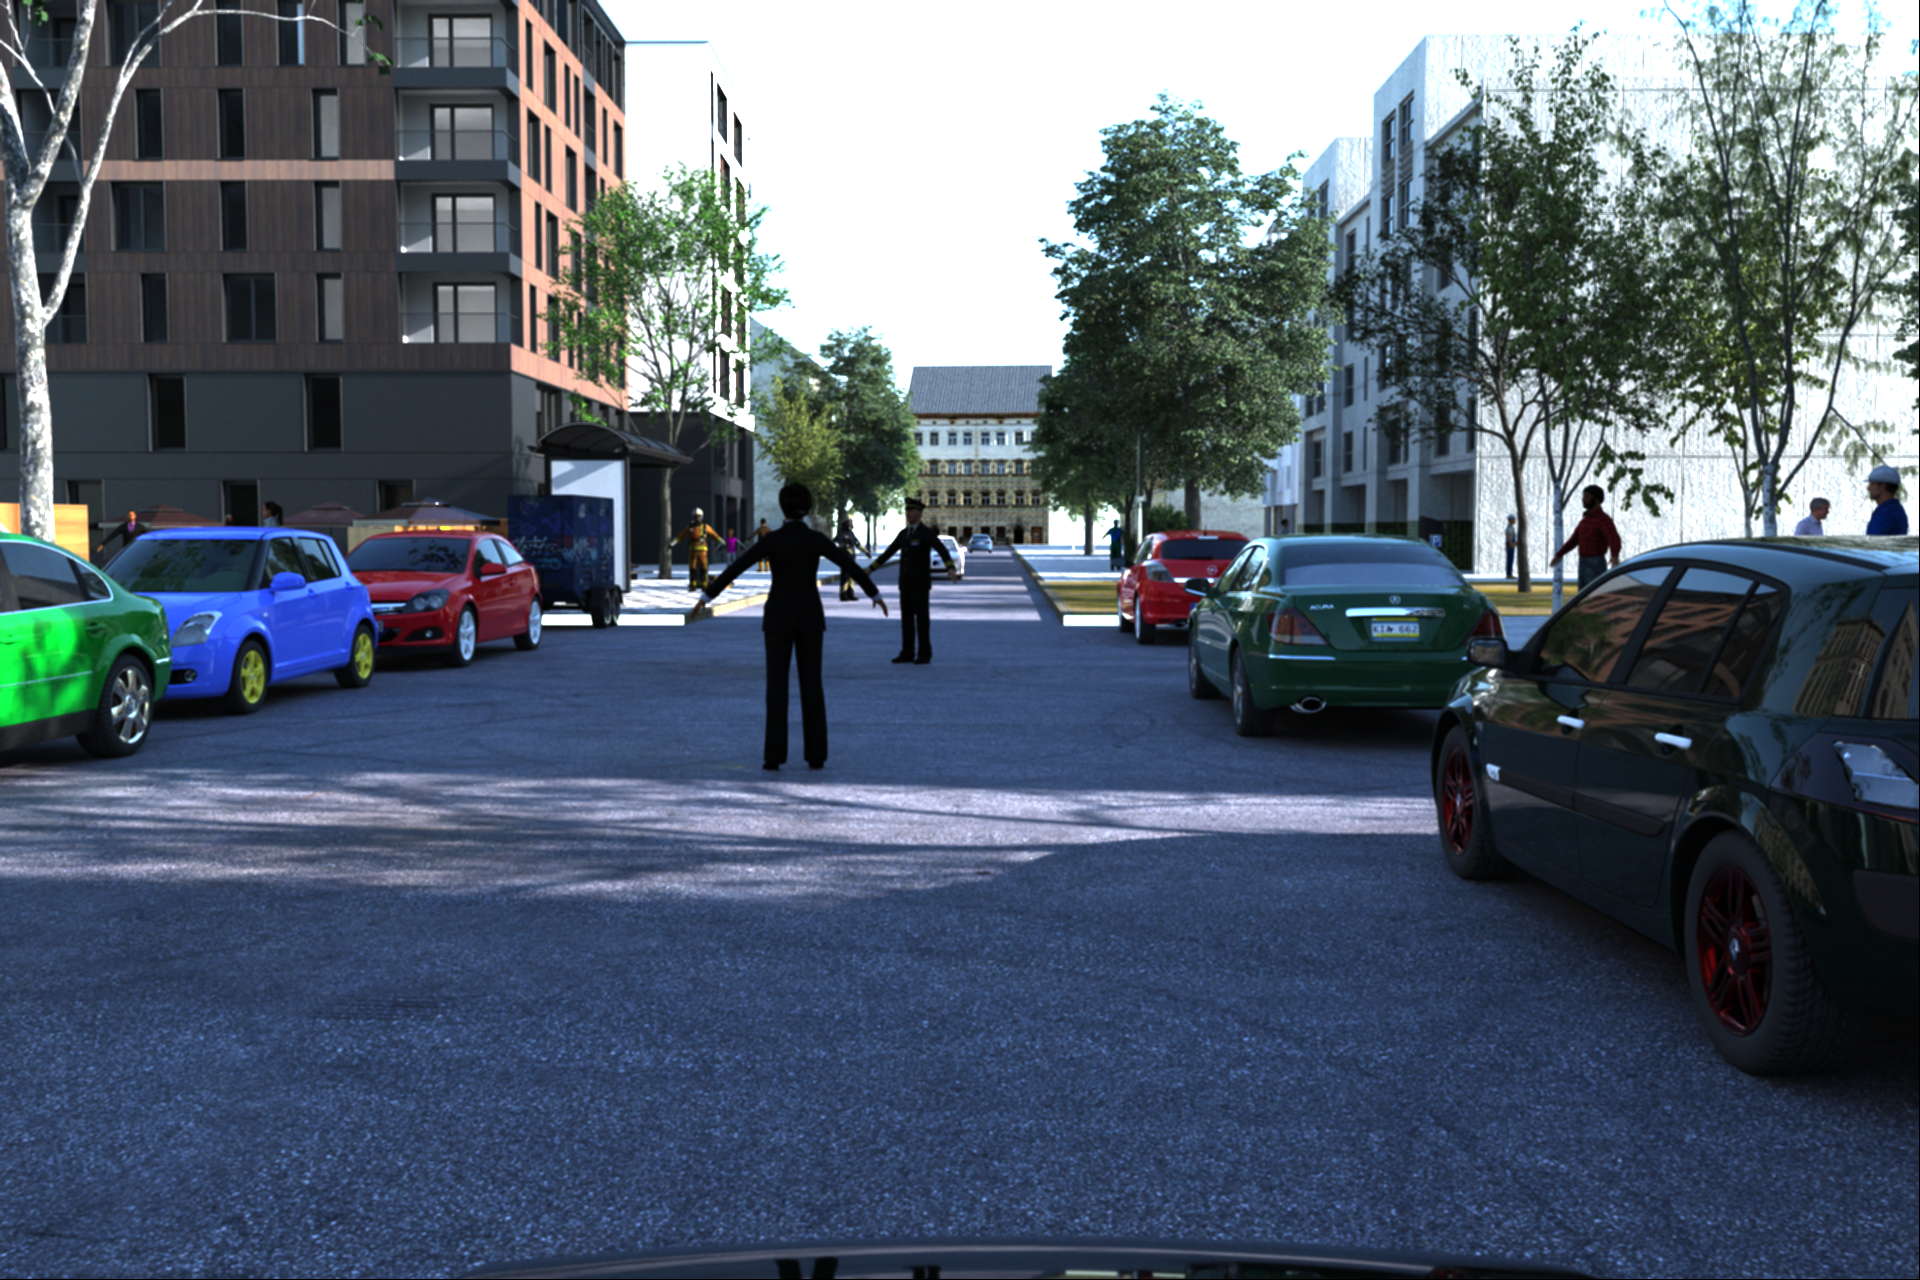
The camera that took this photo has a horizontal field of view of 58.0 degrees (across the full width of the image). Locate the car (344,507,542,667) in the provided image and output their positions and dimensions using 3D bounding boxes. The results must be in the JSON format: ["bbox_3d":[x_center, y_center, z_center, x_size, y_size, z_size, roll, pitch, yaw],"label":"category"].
[{"bbox_3d":[-6.164,-0.670,19.992,2.155,1.783,4.494,0,4,1],"label":"car"}]

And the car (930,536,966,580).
[{"bbox_3d":[-0.827,-2.657,55.809,2.083,1.381,4.827,0,4,1],"label":"car"}]

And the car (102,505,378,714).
[{"bbox_3d":[-6.424,-0.325,14.902,1.945,1.707,3.694,0,4,2],"label":"car"}]

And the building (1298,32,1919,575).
[{"bbox_3d":[24.960,-12.449,69.994,16.747,18.905,31.486,0,4,1],"label":"building"}]

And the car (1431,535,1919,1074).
[{"bbox_3d":[2.907,0.232,5.986,2.009,1.686,4.222,0,4,0],"label":"car"}]

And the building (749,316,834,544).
[{"bbox_3d":[-22.081,-20.233,161.738,19.493,23.208,18.063,0,4,2],"label":"building"}]

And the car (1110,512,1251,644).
[{"bbox_3d":[3.201,-0.915,24.006,2.155,1.783,4.494,0,4,0],"label":"car"}]

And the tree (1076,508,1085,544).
[{"bbox_3d":[16.422,-16.743,224.103,4.360,8.622,3.978,0,3,0],"label":"tree"}]

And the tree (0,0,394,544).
[{"bbox_3d":[-11.018,-10.076,20.639,12.611,20.169,13.585,0,3,0],"label":"tree"}]

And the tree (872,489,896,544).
[{"bbox_3d":[-9.762,-16.441,219.173,4.737,8.622,4.395,0,3,0],"label":"tree"}]

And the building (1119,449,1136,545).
[{"bbox_3d":[27.740,-22.123,192.638,19.493,23.208,18.063,0,4,1],"label":"building"}]

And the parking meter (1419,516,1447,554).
[{"bbox_3d":[6.582,-0.962,24.144,0.372,1.533,0.369,0,3,0],"label":"parking meter"}]

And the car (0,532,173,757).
[{"bbox_3d":[-6.248,-0.062,9.808,1.959,1.807,4.718,0,4,1],"label":"car"}]

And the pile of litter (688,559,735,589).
[{"bbox_3d":[-5.948,-1.667,41.226,1.176,0.858,1.719,0,4,2],"label":"pile of litter"}]

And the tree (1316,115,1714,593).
[{"bbox_3d":[12.408,-6.342,38.105,8.767,10.594,7.601,0,4,-5],"label":"tree"}]

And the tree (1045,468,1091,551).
[{"bbox_3d":[8.655,-11.128,132.297,4.360,8.622,3.978,0,3,0],"label":"tree"}]

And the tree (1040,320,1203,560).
[{"bbox_3d":[7.578,-9.219,76.490,9.928,11.665,9.643,0,3,0],"label":"tree"}]

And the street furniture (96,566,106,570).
[{"bbox_3d":[-23.981,-1.561,41.154,5.734,0.657,10.072,1,4,19],"label":"street furniture"}]

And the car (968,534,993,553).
[{"bbox_3d":[1.557,-7.312,131.561,2.014,1.417,4.499,0,4,1],"label":"car"}]

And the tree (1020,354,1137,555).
[{"bbox_3d":[7.325,-11.381,104.212,7.486,12.596,7.792,0,3,0],"label":"tree"}]

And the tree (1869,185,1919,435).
[{"bbox_3d":[28.979,-8.421,44.342,9.857,13.997,8.962,0,3,0],"label":"tree"}]

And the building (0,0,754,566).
[{"bbox_3d":[-24.381,-13.835,70.171,27.936,21.610,32.646,0,4,1],"label":"building"}]

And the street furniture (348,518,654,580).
[{"bbox_3d":[-13.085,-2.572,48.911,11.010,1.723,9.812,2,4,32],"label":"street furniture"}]

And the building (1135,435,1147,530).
[{"bbox_3d":[27.186,-20.666,168.814,19.493,23.208,18.063,0,4,1],"label":"building"}]

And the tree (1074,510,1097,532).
[{"bbox_3d":[16.427,-16.349,217.673,4.360,8.622,3.978,0,3,0],"label":"tree"}]

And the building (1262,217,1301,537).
[{"bbox_3d":[23.592,-15.165,104.376,16.016,20.090,11.380,0,4,2],"label":"building"}]

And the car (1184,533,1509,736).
[{"bbox_3d":[2.900,-0.115,13.672,2.131,1.459,4.920,0,4,1],"label":"car"}]

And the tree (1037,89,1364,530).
[{"bbox_3d":[6.801,-8.770,50.041,9.857,13.997,8.962,0,3,0],"label":"tree"}]

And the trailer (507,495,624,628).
[{"bbox_3d":[-6.075,-1.154,25.912,1.471,1.999,3.904,0,4,1],"label":"trailer"}]

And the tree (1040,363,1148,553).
[{"bbox_3d":[8.897,-11.974,113.905,7.486,12.596,7.792,0,3,0],"label":"tree"}]

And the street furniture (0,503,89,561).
[{"bbox_3d":[-17.389,-1.227,26.909,9.812,1.723,11.010,1,4,13],"label":"street furniture"}]

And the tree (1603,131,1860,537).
[{"bbox_3d":[13.925,-4.920,30.805,4.737,8.622,4.395,0,3,0],"label":"tree"}]

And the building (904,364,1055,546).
[{"bbox_3d":[2.922,-23.870,223.664,18.063,23.208,19.493,0,4,5],"label":"building"}]

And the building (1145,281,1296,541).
[{"bbox_3d":[26.148,-19.493,149.634,19.493,23.208,18.063,0,4,1],"label":"building"}]
